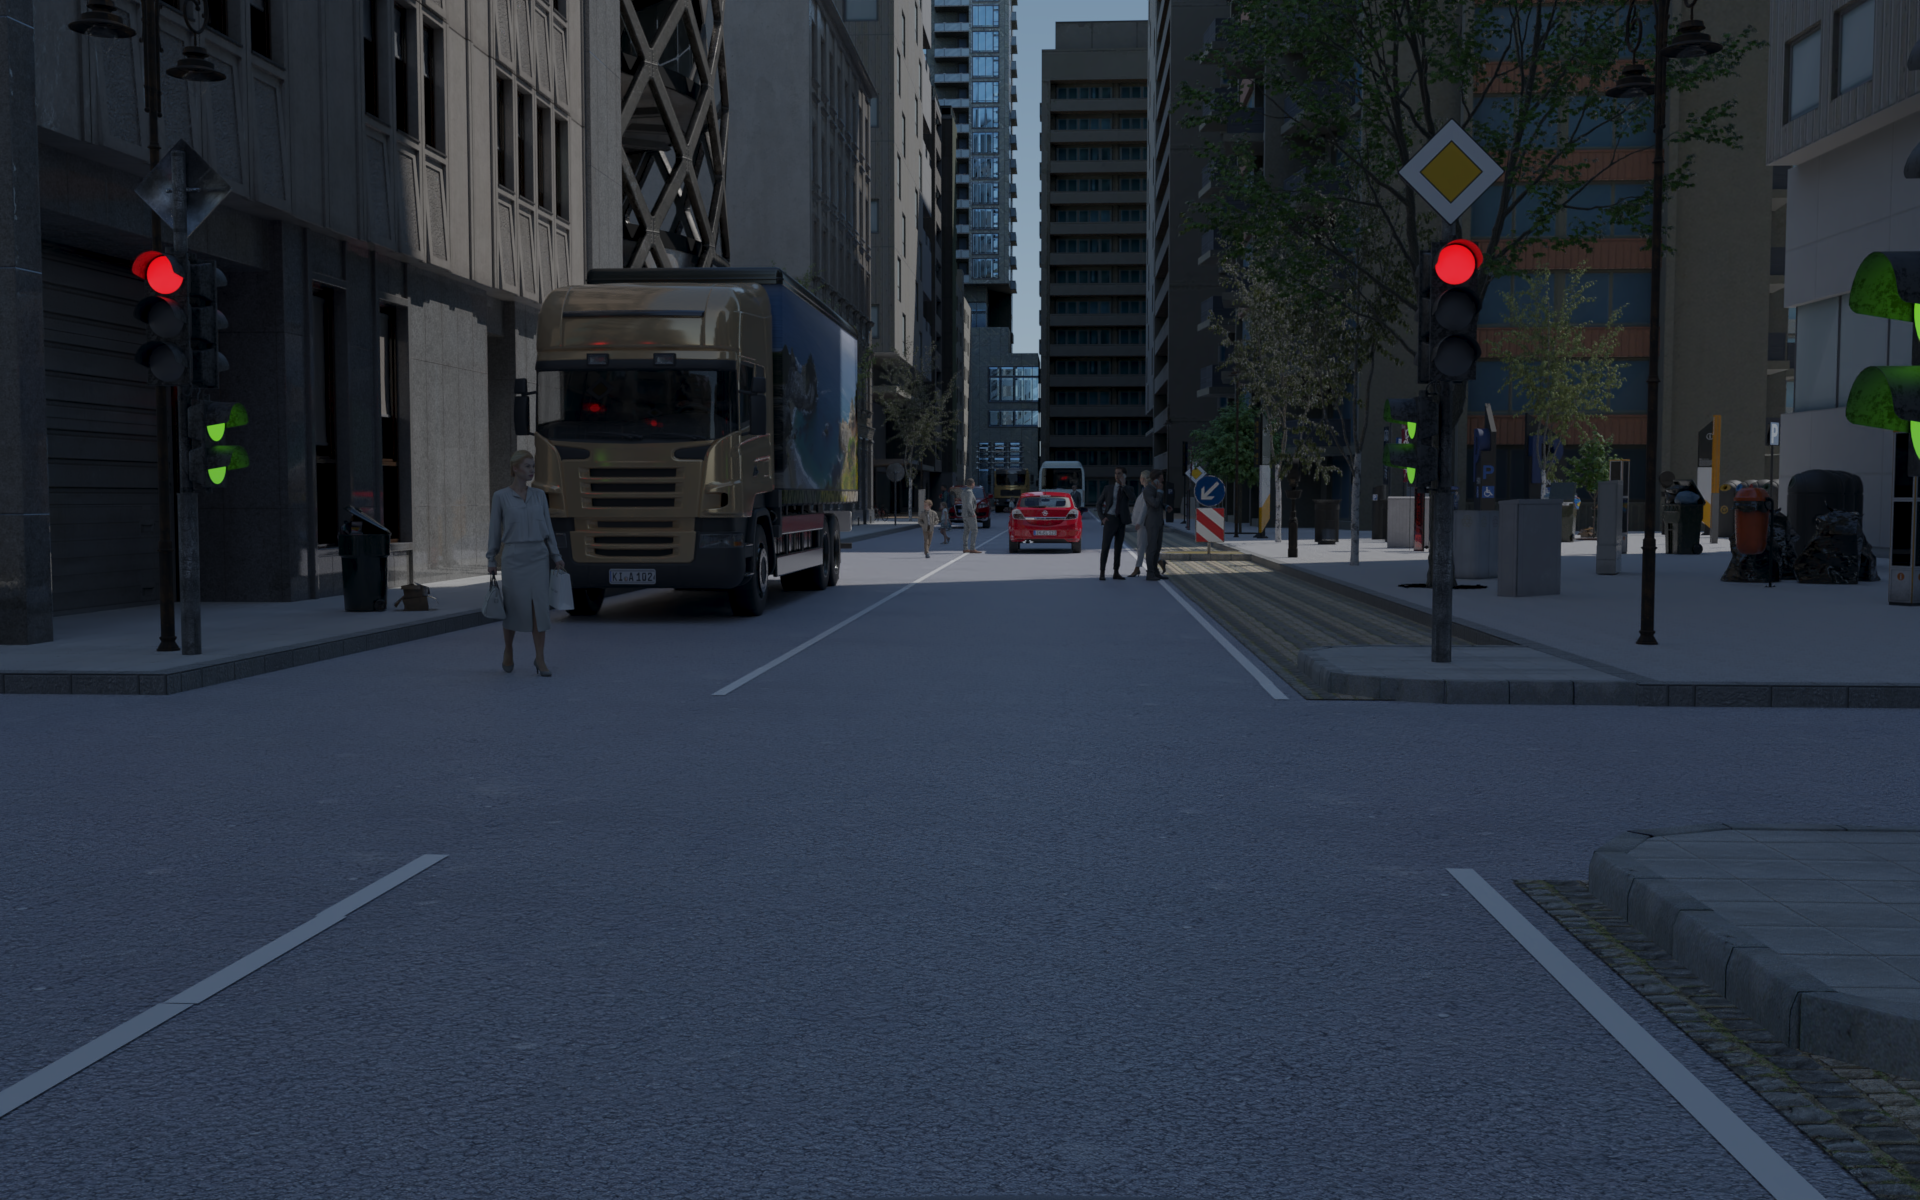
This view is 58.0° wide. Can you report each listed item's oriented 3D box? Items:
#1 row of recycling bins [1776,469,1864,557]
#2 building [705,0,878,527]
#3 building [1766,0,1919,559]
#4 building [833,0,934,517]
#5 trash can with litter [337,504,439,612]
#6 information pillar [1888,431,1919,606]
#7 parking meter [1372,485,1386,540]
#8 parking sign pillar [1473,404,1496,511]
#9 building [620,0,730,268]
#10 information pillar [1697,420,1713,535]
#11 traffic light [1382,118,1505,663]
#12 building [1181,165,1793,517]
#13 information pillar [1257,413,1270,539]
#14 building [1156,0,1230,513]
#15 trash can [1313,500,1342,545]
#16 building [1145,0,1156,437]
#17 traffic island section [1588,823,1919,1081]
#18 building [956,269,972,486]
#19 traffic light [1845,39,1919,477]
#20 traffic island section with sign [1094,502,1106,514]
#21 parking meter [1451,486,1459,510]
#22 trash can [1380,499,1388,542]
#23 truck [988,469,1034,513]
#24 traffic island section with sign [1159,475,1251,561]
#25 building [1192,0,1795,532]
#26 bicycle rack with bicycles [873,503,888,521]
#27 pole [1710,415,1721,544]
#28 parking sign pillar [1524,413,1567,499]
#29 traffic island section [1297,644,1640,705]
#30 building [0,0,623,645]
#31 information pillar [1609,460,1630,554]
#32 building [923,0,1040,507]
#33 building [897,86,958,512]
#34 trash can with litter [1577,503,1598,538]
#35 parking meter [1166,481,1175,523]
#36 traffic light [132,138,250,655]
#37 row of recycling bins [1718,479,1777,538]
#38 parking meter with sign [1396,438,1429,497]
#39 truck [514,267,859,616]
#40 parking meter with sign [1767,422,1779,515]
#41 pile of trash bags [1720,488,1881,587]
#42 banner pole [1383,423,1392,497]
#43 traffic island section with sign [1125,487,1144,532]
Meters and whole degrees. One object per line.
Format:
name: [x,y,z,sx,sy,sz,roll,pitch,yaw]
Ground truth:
row of recycling bins: [15.029,-1.399,29.987,1.069,1.692,3.534,2,4,33]
building: [-8.998,-13.307,66.718,9.793,20.994,18.267,0,4,4]
building: [30.156,-26.570,23.666,27.495,52.752,28.713,0,4,4]
building: [-15.926,-31.401,102.643,28.713,52.752,27.495,0,4,4]
trash can with litter: [-6.301,-0.470,19.079,1.055,1.170,0.624,-1,4,-18]
information pillar: [10.917,-0.941,19.882,0.304,2.012,0.304,-2,4,-26]
parking meter: [11.800,-2.470,48.800,0.372,1.533,0.369,0,3,0]
parking sign pillar: [15.464,-3.825,51.013,1.447,3.967,1.447,1,4,8]
building: [-14.507,-10.750,43.210,16.820,18.784,16.811,0,4,4]
information pillar: [23.164,-3.817,53.768,0.504,3.616,0.183,1,4,10]
traffic light: [3.662,-1.481,13.129,0.839,4.253,0.868,0,4,4]
building: [29.556,-24.969,100.129,32.217,40.220,23.993,0,4,4]
information pillar: [8.809,-3.591,50.072,0.183,3.616,0.504,3,5,39]
building: [25.089,-30.564,123.418,21.300,48.544,21.600,0,4,4]
trash can: [9.328,-1.980,44.030,0.748,1.137,0.748,0,3,0]
building: [29.930,-34.146,147.532,28.713,52.752,27.495,0,4,4]
traffic island section: [3.191,1.040,5.271,2.009,0.180,2.903,0,4,4]
building: [-14.162,-18.721,151.120,28.899,21.520,27.650,0,4,4]
traffic light: [3.152,-0.993,5.160,0.839,4.253,0.868,0,4,4]
traffic island section with sign: [11.973,-8.170,142.210,1.989,1.847,2.006,0,4,4]
parking meter: [15.516,-2.822,54.547,0.372,1.533,0.369,0,3,0]
trash can: [11.972,-2.208,47.752,0.748,1.137,0.748,0,3,0]
truck: [4.025,-8.432,133.783,3.469,3.379,9.791,0,4,3]
traffic island section with sign: [5.279,-1.784,37.789,1.989,1.847,2.006,0,4,4]
building: [21.553,-25.532,72.068,22.147,44.769,28.867,0,4,4]
bicycle rack with bicycles: [-4.993,-4.168,81.536,2.852,0.926,2.925,-2,4,-28]
pole: [19.531,-3.115,44.774,0.158,3.312,0.155,0,3,0]
parking sign pillar: [19.442,-4.224,57.534,1.447,3.967,1.447,0,4,-8]
traffic island section: [3.701,0.553,13.240,2.009,0.180,2.903,0,4,4]
building: [-13.275,-12.612,24.232,12.078,24.808,19.932,0,4,4]
information pillar: [14.112,-1.995,37.115,0.304,2.012,0.304,-3,5,-40]
building: [-6.999,-53.245,183.223,31.000,86.520,22.319,0,4,4]
building: [-7.673,-21.523,123.601,14.160,30.474,14.107,0,4,4]
trash can with litter: [18.585,-2.406,50.720,0.624,1.170,1.055,-2,4,-34]
parking meter: [9.491,-4.430,78.148,0.399,1.863,0.255,0,4,4]
traffic light: [-6.131,-1.518,13.737,0.839,4.253,0.868,0,4,4]
row of recycling bins: [22.926,-2.618,49.923,1.069,1.692,3.534,0,4,0]
parking meter with sign: [14.281,-3.525,53.896,1.738,3.016,0.543,-3,5,-42]
truck: [-3.276,-2.132,23.770,2.839,4.237,11.283,0,4,3]
parking meter with sign: [20.379,-2.777,41.669,1.738,3.016,0.543,3,5,44]
pile of trash bags: [11.957,-0.935,25.037,1.912,1.369,3.447,3,5,43]
banner pole: [13.892,-4.053,56.279,0.401,3.779,0.863,0,4,-6]
traffic island section with sign: [7.040,-3.463,65.251,1.989,1.847,2.006,0,4,4]
